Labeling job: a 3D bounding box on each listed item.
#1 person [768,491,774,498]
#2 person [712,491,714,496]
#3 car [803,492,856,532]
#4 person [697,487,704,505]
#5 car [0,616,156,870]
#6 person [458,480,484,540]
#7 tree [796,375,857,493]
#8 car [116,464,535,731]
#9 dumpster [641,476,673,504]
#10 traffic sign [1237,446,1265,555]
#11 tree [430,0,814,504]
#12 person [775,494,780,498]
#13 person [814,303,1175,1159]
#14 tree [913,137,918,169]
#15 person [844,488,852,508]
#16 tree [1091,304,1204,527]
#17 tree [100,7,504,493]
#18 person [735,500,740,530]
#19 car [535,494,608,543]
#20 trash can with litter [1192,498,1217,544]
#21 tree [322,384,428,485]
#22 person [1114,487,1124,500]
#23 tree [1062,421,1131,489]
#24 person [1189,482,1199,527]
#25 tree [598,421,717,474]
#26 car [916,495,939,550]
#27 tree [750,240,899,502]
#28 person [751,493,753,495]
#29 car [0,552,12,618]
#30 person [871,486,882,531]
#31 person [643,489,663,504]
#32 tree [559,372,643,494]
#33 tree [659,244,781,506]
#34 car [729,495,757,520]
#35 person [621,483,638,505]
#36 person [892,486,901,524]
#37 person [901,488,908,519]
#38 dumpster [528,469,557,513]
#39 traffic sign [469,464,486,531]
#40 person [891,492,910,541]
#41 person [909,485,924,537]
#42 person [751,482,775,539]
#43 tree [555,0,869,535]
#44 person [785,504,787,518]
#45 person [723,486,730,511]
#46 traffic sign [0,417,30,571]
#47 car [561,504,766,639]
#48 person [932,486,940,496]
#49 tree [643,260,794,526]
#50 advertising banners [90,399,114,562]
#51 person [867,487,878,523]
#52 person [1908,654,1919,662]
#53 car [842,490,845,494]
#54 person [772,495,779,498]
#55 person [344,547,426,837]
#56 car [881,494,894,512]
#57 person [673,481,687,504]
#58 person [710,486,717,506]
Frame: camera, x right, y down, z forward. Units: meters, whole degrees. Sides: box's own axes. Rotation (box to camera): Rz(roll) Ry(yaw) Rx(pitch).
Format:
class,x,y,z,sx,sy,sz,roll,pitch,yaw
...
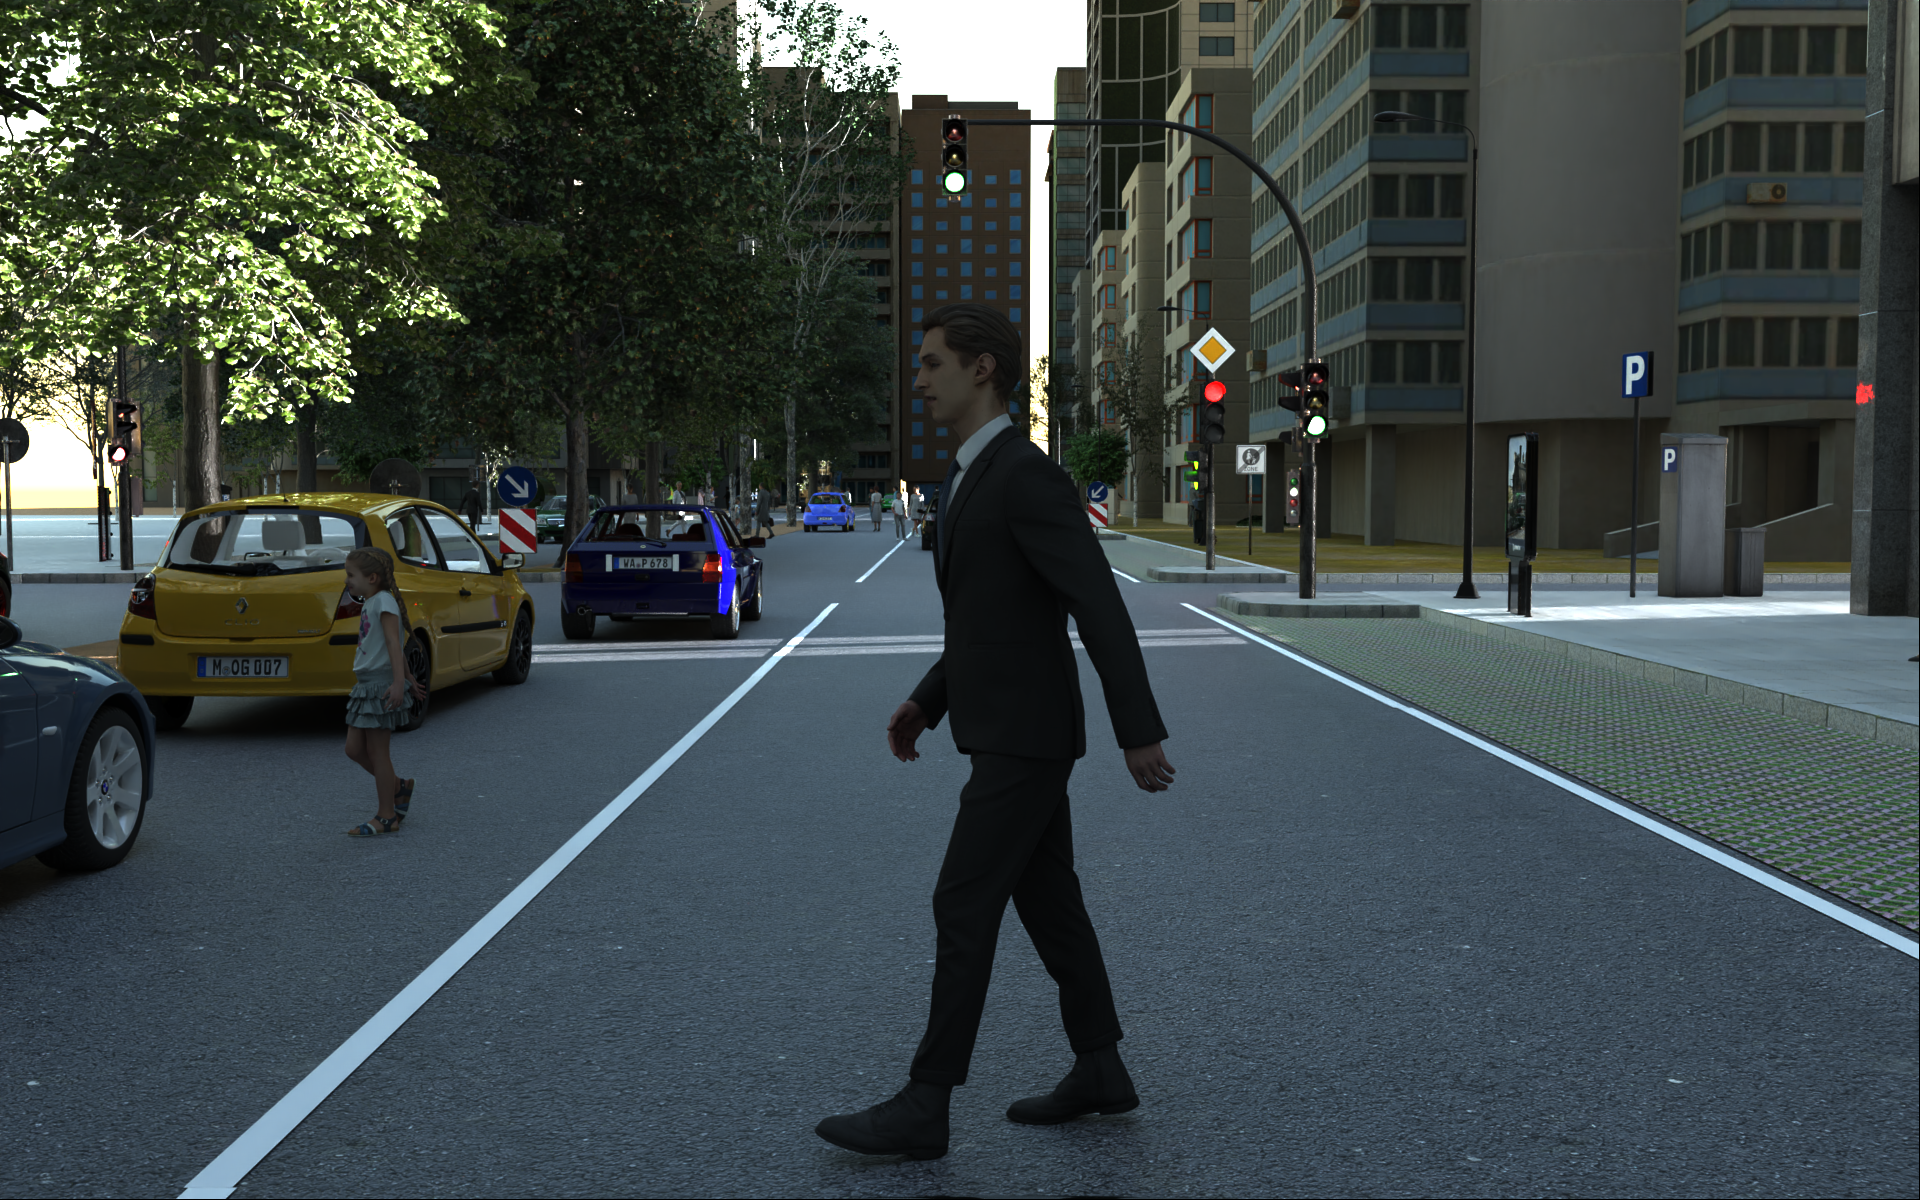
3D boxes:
class,x,y,z,sx,sy,sz,roll,pitch,yaw
person,-18.911,-10.058,171.311,0.721,1.723,1.217,3,5,40
person,-18.587,-7.513,128.751,0.599,1.838,0.709,2,4,28
car,-4.990,-3.476,66.423,1.945,1.707,3.694,0,4,2
person,-16.135,-6.199,108.058,0.621,1.740,0.551,-3,5,-39
car,-4.047,0.421,5.117,2.014,1.417,4.499,0,4,-2
person,-14.357,-2.625,51.188,0.659,1.850,0.755,2,4,28
tree,-7.540,-8.683,94.791,4.360,8.622,3.978,0,3,0
car,-4.134,-0.102,11.895,2.015,1.641,3.980,0,3,0
dumpster,-16.387,-5.577,93.682,1.502,2.255,1.985,0,3,0
traffic sign,6.088,-2.090,36.293,0.606,2.300,0.079,0,4,6
tree,-7.374,-7.366,41.023,7.486,12.596,7.792,0,3,0
person,-18.383,-10.169,173.250,0.756,1.711,0.436,3,4,37
person,0.045,0.273,3.820,0.755,1.850,0.659,-1,4,-9
tree,-8.579,-13.308,75.927,12.611,20.169,13.585,0,3,0
person,-6.601,-5.718,102.082,0.635,1.810,0.391,3,5,39
tree,7.058,-7.166,67.519,4.360,8.622,3.978,0,3,0
tree,-16.654,-8.412,44.197,9.857,13.997,8.962,0,3,0
person,-8.997,-3.409,69.245,0.382,1.210,0.505,-3,4,-37
car,-11.546,-2.457,51.972,2.131,1.459,4.920,0,4,-1
trash can with litter,6.377,-2.034,44.637,0.624,1.170,1.055,-1,4,-12
tree,-17.351,-4.167,51.837,4.285,4.588,4.351,0,3,0
person,9.855,-6.349,109.872,0.705,1.821,1.348,-3,4,-38
tree,6.231,-5.749,77.703,4.285,4.588,4.351,0,3,0
person,9.222,-3.777,67.974,0.526,1.800,0.537,-1,4,-20
tree,-17.318,-10.101,99.568,7.601,10.594,8.767,0,4,-6
car,-0.149,-2.187,45.547,2.009,1.686,4.222,0,4,-1
tree,-7.486,-10.906,87.433,9.857,13.997,8.962,0,3,0
person,-16.900,-8.022,138.022,1.217,1.723,0.721,0,4,-6
car,-10.586,-0.382,16.035,2.009,1.686,4.222,0,4,2
person,-3.231,-3.513,66.511,0.480,1.755,0.524,-3,4,-37
person,-9.988,-2.920,56.426,0.473,1.802,0.592,-3,5,-44
tree,-16.826,-8.351,86.906,4.737,8.622,4.395,0,3,0
tree,-6.942,-5.795,47.562,4.360,8.622,3.978,0,3,0
car,-11.610,-5.072,94.937,2.014,1.417,4.499,0,4,-1
person,-8.913,-2.309,46.999,0.760,1.731,0.466,1,4,23
person,-3.001,-4.586,83.502,0.620,1.820,0.660,1,4,16
person,-3.104,-5.382,96.715,0.478,1.798,0.641,-2,4,-24
dumpster,-16.324,-3.880,65.930,1.502,2.255,1.985,0,3,0
traffic sign,-16.569,-3.510,59.511,0.606,2.300,0.079,0,4,5
person,-1.833,-2.582,53.307,0.523,1.515,0.503,3,4,36
person,-1.482,-2.971,57.820,0.466,1.731,0.760,-2,4,-32
person,-6.345,-2.875,55.605,0.767,1.812,0.694,2,4,27
tree,-8.709,-12.380,60.766,12.611,20.169,13.585,0,3,0
person,-10.216,-5.749,103.502,0.522,1.701,0.512,0,4,-3
person,-17.983,-7.837,133.808,0.705,1.869,1.348,1,4,11
traffic sign,-15.815,-1.753,28.773,0.768,2.556,0.104,0,4,6
car,-3.089,-0.360,18.465,1.945,1.354,3.894,0,4,-1
person,-1.202,-5.362,95.539,0.648,1.900,0.474,-1,4,-21
tree,-6.880,-6.089,52.367,4.737,8.622,4.395,0,3,0
advertising banners,-16.354,-2.250,32.976,0.090,3.025,2.074,-1,4,-18
person,-4.277,-4.675,85.278,0.623,1.781,0.721,0,4,-6
person,7.680,-0.444,13.179,0.818,1.842,0.514,1,4,13
car,-10.898,-8.760,151.905,2.281,1.827,5.304,0,4,-1
person,-19.171,-10.510,178.603,1.217,1.743,0.721,-1,4,-17
person,-2.385,0.381,7.293,0.382,1.210,0.505,-2,4,-33
car,-5.224,-7.794,136.220,1.959,1.807,4.718,0,4,1
person,-9.141,-2.919,56.102,0.818,1.842,0.514,0,4,2
person,-9.908,-3.698,69.529,0.524,1.755,0.480,1,4,10
